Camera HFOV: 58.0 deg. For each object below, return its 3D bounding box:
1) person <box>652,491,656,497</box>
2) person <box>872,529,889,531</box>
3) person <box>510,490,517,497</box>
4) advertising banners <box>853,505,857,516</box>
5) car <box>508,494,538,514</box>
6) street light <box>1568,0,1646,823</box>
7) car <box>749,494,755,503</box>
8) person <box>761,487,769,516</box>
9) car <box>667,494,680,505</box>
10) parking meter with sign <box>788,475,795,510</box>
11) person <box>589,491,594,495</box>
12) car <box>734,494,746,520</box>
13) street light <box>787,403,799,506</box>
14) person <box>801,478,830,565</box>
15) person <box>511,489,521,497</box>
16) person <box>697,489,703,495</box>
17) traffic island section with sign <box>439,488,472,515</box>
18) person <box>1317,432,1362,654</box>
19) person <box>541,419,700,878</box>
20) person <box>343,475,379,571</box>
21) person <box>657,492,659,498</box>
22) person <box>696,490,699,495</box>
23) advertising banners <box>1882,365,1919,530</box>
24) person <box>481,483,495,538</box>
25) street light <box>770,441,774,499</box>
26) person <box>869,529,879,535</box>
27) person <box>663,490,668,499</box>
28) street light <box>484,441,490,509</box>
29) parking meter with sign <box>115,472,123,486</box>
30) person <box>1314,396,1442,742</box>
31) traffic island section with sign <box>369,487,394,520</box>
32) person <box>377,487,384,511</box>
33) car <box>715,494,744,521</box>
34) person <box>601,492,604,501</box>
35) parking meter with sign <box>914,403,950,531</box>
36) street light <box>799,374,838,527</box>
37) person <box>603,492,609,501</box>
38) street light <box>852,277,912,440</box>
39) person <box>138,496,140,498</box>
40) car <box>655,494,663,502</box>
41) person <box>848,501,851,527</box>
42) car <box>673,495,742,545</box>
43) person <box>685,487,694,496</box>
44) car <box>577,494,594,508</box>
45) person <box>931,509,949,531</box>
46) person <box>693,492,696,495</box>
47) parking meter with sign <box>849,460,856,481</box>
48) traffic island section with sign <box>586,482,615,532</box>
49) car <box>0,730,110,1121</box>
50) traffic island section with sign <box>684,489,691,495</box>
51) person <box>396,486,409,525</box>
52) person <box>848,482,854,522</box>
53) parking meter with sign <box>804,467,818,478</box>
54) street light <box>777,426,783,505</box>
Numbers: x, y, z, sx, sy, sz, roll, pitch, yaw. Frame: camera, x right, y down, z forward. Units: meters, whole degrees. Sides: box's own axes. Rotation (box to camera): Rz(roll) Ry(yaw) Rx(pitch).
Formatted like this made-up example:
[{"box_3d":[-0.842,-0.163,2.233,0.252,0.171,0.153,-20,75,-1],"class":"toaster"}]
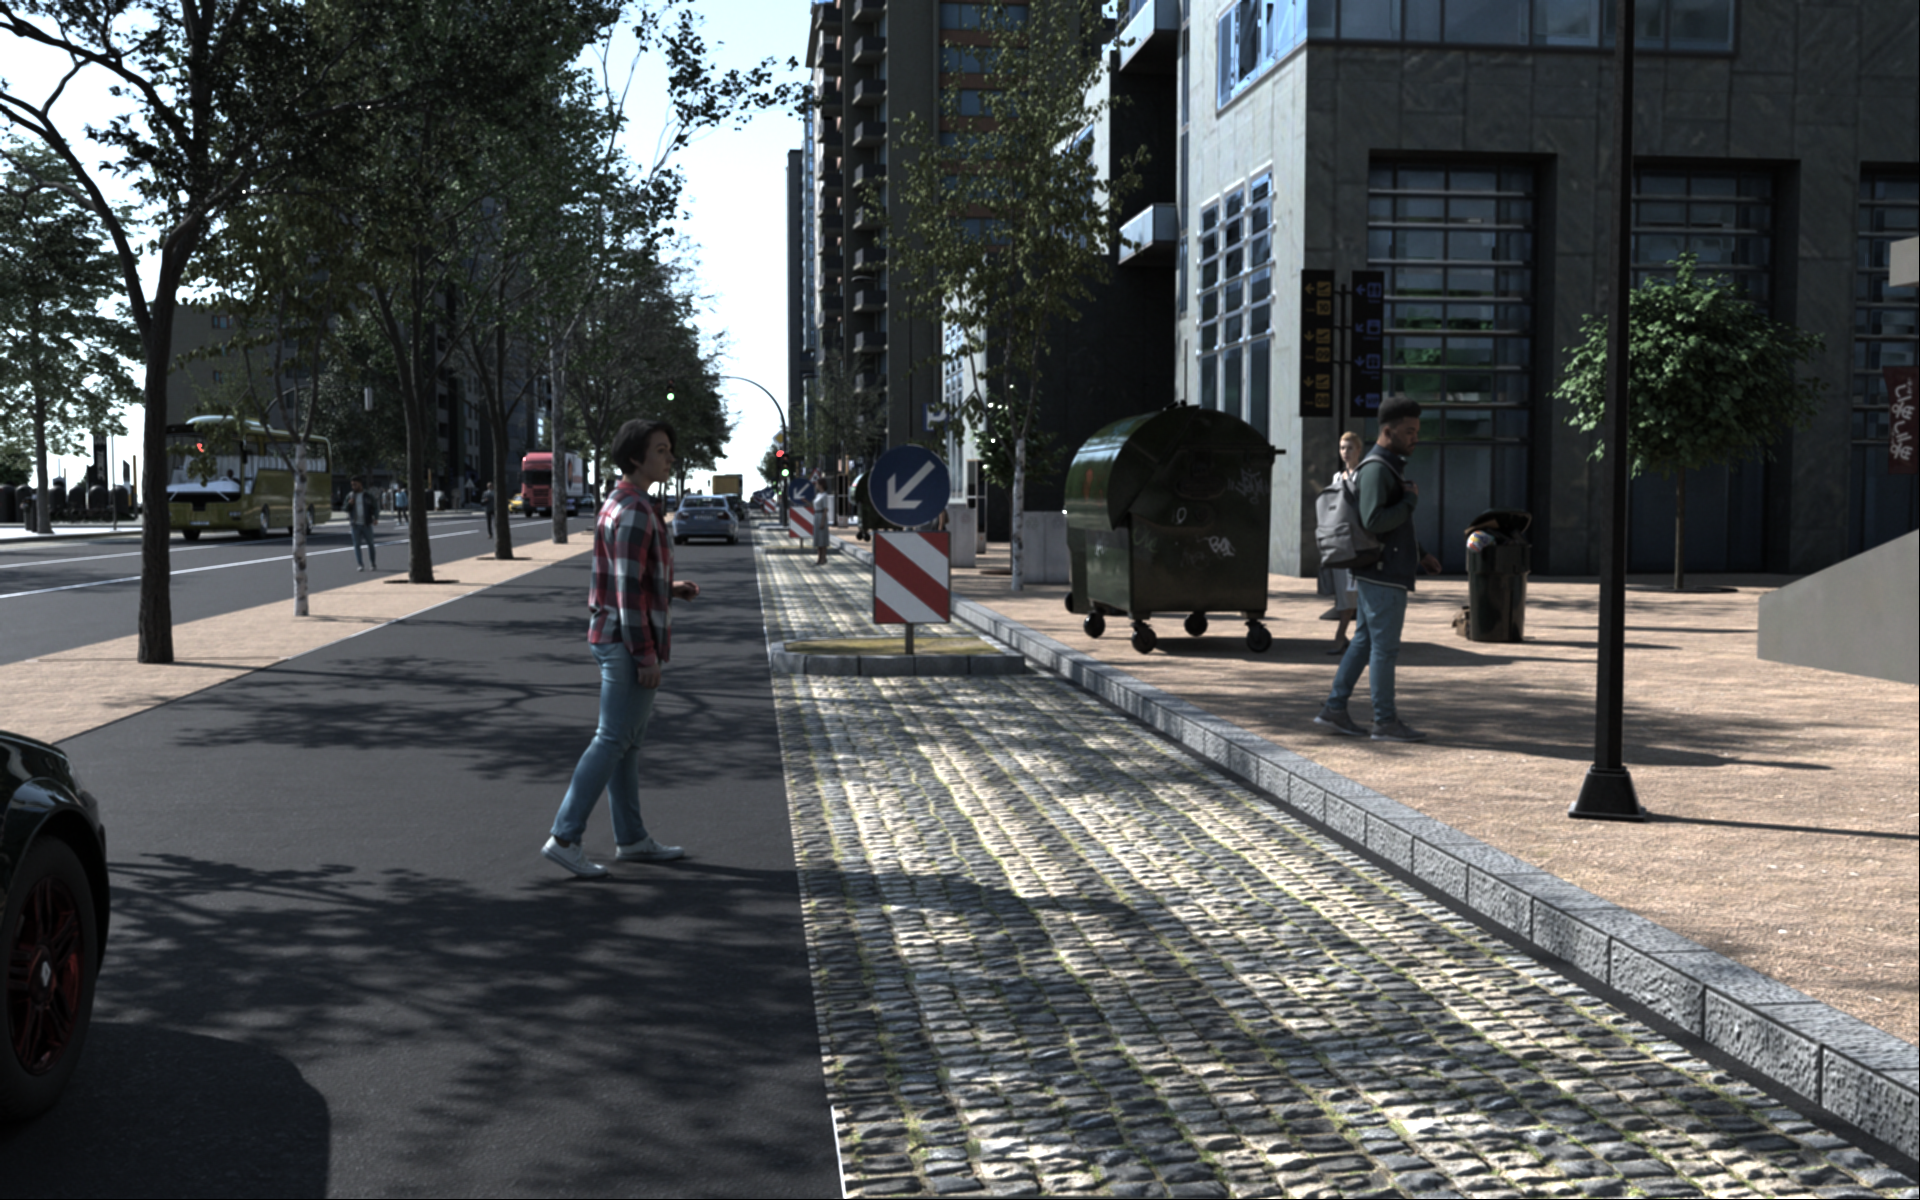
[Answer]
[{"box_3d":[-45.788,-15.353,259.540,1.348,1.822,0.705,-2,4,-30],"class":"person"},{"box_3d":[-2.589,-3.121,57.175,0.850,1.850,0.679,-2,4,-29],"class":"person"},{"box_3d":[-46.004,-10.518,178.727,1.217,1.736,0.721,2,4,26],"class":"person"},{"box_3d":[-5.467,-6.366,100.264,2.074,3.025,0.090,1,4,16],"class":"advertising banners"},{"box_3d":[-32.260,-7.205,128.018,2.015,1.641,3.980,0,4,-6],"class":"car"},{"box_3d":[2.050,-2.088,6.686,1.470,5.913,1.316,0,4,-7],"class":"street light"},{"box_3d":[-31.370,-15.618,265.583,2.015,1.641,3.980,0,4,-6],"class":"car"},{"box_3d":[-11.472,-5.764,102.757,0.654,1.822,0.581,-3,5,-40],"class":"person"},{"box_3d":[-33.650,-11.653,202.523,2.014,1.417,4.499,0,4,-7],"class":"car"},{"box_3d":[-13.565,-8.861,141.141,0.543,3.016,1.738,-2,4,-28],"class":"parking meter with sign"},{"box_3d":[-53.897,-15.069,253.218,0.742,1.727,0.445,1,4,13],"class":"person"},{"box_3d":[-13.116,-5.254,97.703,2.131,1.459,4.920,-1,4,-9],"class":"car"},{"box_3d":[-7.997,-7.103,88.672,1.470,5.913,1.316,0,4,-7],"class":"street light"},{"box_3d":[-2.869,-1.562,34.614,0.524,1.755,0.480,-2,4,-29],"class":"person"},{"box_3d":[-46.866,-10.851,183.442,1.348,1.826,0.705,-1,4,-9],"class":"person"},{"box_3d":[-18.114,-6.875,121.150,0.529,1.795,0.600,-1,4,-9],"class":"person"},{"box_3d":[-35.218,-6.875,121.040,1.989,1.847,2.006,0,4,-7],"class":"traffic island section with sign"},{"box_3d":[3.195,-0.464,13.985,0.624,1.780,0.694,-1,4,-14],"class":"person"},{"box_3d":[-1.304,0.164,6.661,0.643,1.720,0.563,-1,4,-17],"class":"person"},{"box_3d":[-11.208,-1.442,32.424,0.623,1.781,0.721,-1,4,-21],"class":"person"},{"box_3d":[-33.067,-11.012,189.332,0.721,1.735,1.217,0,4,-6],"class":"person"},{"box_3d":[-22.049,-8.413,146.254,0.583,1.804,0.606,1,4,16],"class":"person"},{"box_3d":[13.576,-1.675,23.567,2.074,3.025,0.090,0,4,5],"class":"advertising banners"},{"box_3d":[-15.113,-2.888,55.896,0.661,1.801,0.590,-1,4,-13],"class":"person"},{"box_3d":[-15.457,-10.822,149.476,1.470,5.913,1.316,0,4,-7],"class":"street light"},{"box_3d":[-2.690,-2.939,54.114,0.620,1.820,0.660,3,4,37],"class":"person"},{"box_3d":[-24.283,-8.210,142.911,0.526,1.800,0.537,0,4,-7],"class":"person"},{"box_3d":[-40.132,-10.766,148.570,1.470,5.913,1.316,0,4,-7],"class":"street light"},{"box_3d":[-65.013,-8.414,133.837,1.738,3.016,0.543,2,4,24],"class":"parking meter with sign"},{"box_3d":[2.192,-0.159,8.989,0.721,1.781,0.623,0,4,2],"class":"person"},{"box_3d":[-31.925,-5.239,94.286,1.989,1.847,2.006,0,4,-7],"class":"traffic island section with sign"},{"box_3d":[-44.107,-7.689,131.937,0.661,1.801,0.590,-2,4,-24],"class":"person"},{"box_3d":[-12.489,-5.022,91.899,2.009,1.686,4.222,0,4,-6],"class":"car"},{"box_3d":[-61.869,-17.975,300.035,1.348,1.812,0.705,-1,4,-18],"class":"person"},{"box_3d":[-0.611,-2.312,34.059,0.543,3.016,1.738,-1,4,-10],"class":"parking meter with sign"},{"box_3d":[-5.386,-5.800,67.370,1.470,5.913,1.316,0,4,-7],"class":"street light"},{"box_3d":[-28.478,-8.032,139.623,0.655,1.846,0.447,-1,4,-15],"class":"person"},{"box_3d":[-1.607,-3.955,37.212,1.470,5.913,1.316,0,4,-7],"class":"street light"},{"box_3d":[-104.828,-12.946,220.110,1.348,1.831,0.705,1,4,13],"class":"person"},{"box_3d":[-47.166,-16.050,274.215,2.131,1.459,4.920,0,4,-7],"class":"car"},{"box_3d":[-4.437,-3.478,67.583,0.362,1.253,0.373,-1,4,-18],"class":"person"},{"box_3d":[-7.372,-2.348,50.386,2.014,1.417,4.499,0,4,-6],"class":"car"},{"box_3d":[-13.265,-4.636,84.657,0.694,1.780,0.624,1,4,9],"class":"person"},{"box_3d":[-37.895,-9.989,175.125,2.131,1.459,4.920,0,4,-6],"class":"car"},{"box_3d":[-0.356,-1.114,28.925,0.373,1.253,0.362,0,4,-6],"class":"person"},{"box_3d":[-36.587,-14.006,238.168,0.621,1.740,0.551,1,4,20],"class":"person"},{"box_3d":[-4.875,-5.722,89.810,1.738,3.016,0.543,-2,4,-34],"class":"parking meter with sign"},{"box_3d":[-13.313,-3.586,66.763,2.006,1.907,1.989,0,4,-7],"class":"traffic island section with sign"},{"box_3d":[-2.788,0.435,2.678,2.009,1.686,4.222,0,4,-7],"class":"car"},{"box_3d":[-23.419,-8.597,148.690,2.006,1.907,1.989,0,4,-7],"class":"traffic island section with sign"},{"box_3d":[-25.919,-4.403,80.512,0.660,1.820,0.620,1,4,15],"class":"person"},{"box_3d":[-5.086,-4.548,80.252,0.661,1.843,0.795,0,4,4],"class":"person"},{"box_3d":[-9.259,-7.120,112.679,1.738,3.016,0.543,-1,4,-16],"class":"parking meter with sign"},{"box_3d":[-11.764,-8.947,118.831,1.470,5.913,1.316,0,4,-7],"class":"street light"}]
